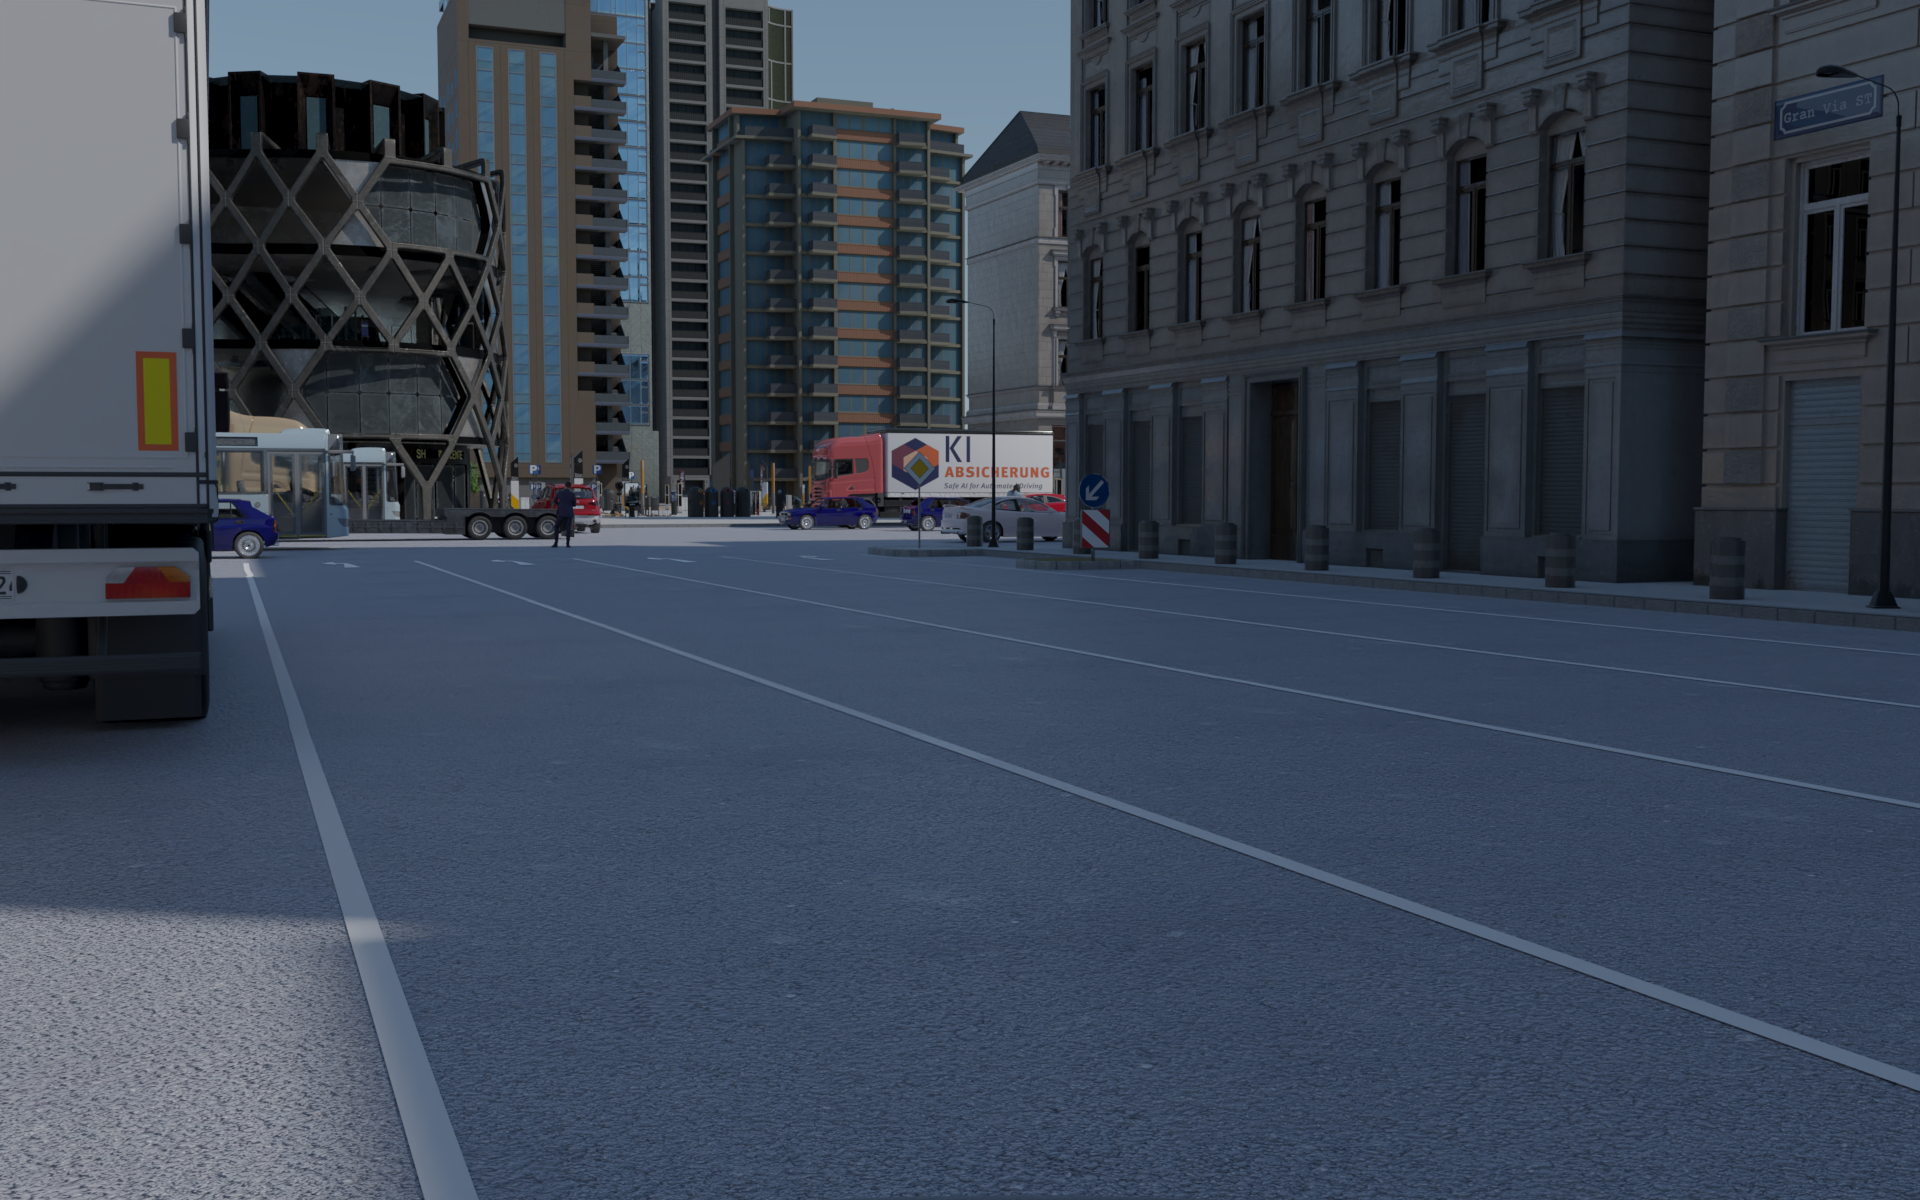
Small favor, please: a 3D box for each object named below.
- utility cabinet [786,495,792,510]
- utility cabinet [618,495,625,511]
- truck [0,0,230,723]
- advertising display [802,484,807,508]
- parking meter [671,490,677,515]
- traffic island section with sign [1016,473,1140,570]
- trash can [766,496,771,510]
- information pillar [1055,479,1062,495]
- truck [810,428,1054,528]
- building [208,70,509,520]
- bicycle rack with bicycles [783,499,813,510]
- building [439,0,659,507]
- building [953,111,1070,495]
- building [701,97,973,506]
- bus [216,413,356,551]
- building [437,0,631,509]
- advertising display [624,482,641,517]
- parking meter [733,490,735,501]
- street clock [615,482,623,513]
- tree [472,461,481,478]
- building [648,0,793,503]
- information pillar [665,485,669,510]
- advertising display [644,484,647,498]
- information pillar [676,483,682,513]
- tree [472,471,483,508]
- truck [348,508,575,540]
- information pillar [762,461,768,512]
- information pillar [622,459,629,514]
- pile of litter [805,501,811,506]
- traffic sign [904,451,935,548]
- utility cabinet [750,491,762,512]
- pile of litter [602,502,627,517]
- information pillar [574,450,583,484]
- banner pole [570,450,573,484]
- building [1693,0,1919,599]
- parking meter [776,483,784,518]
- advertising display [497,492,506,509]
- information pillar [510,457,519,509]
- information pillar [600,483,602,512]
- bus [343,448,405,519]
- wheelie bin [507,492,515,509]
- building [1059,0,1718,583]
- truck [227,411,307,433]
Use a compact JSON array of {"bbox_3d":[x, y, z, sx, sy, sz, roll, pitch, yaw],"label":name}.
[{"bbox_3d":[-12.319,-6.948,124.761,0.306,1.237,1.020,-1,4,-13],"label":"utility cabinet"},{"bbox_3d":[-25.434,-7.328,130.969,1.020,1.237,0.306,3,5,42],"label":"utility cabinet"},{"bbox_3d":[-7.215,-1.511,13.613,2.839,4.237,11.283,-2,4,-23],"label":"truck"},{"bbox_3d":[-10.349,-6.729,115.224,0.123,1.923,0.974,-1,4,-16],"label":"advertising display"},{"bbox_3d":[-17.514,-5.973,106.069,0.372,1.533,0.369,0,3,0],"label":"parking meter"},{"bbox_3d":[2.168,-1.533,33.696,1.989,1.847,2.006,-1,4,-23],"label":"traffic island section with sign"},{"bbox_3d":[-15.496,-7.796,139.118,0.748,1.137,0.748,0,3,0],"label":"trash can"},{"bbox_3d":[4.774,-4.864,84.019,0.304,2.012,0.304,-1,4,-14],"label":"information pillar"},{"bbox_3d":[-1.504,-5.286,75.341,11.283,4.237,2.839,-2,4,-23],"label":"truck"},{"bbox_3d":[-29.220,-12.873,77.927,16.811,18.784,16.820,-1,4,-23],"label":"building"},{"bbox_3d":[-12.368,-7.013,128.036,2.852,0.926,2.925,0,4,-8],"label":"bicycle rack with bicycles"},{"bbox_3d":[-43.541,-52.723,174.688,22.319,86.520,31.000,-1,4,-23],"label":"building"},{"bbox_3d":[3.307,-14.553,88.852,40.483,20.767,10.553,-1,4,-23],"label":"building"},{"bbox_3d":[-13.161,-33.077,195.428,28.867,44.769,22.147,-1,4,-23],"label":"building"},{"bbox_3d":[-21.391,-2.950,43.095,13.247,3.499,2.948,-2,4,-24],"label":"bus"},{"bbox_3d":[-37.978,-30.782,153.399,14.600,45.320,14.200,-1,4,-23],"label":"building"},{"bbox_3d":[-18.211,-5.555,96.035,0.123,1.923,0.974,3,5,41],"label":"advertising display"},{"bbox_3d":[-14.302,-6.159,109.109,0.372,1.533,0.369,0,3,0],"label":"parking meter"},{"bbox_3d":[-20.149,-5.987,102.455,0.358,2.002,0.471,3,4,37],"label":"street clock"},{"bbox_3d":[-41.094,-9.731,142.822,4.285,4.588,4.351,0,3,0],"label":"tree"},{"bbox_3d":[-34.174,-49.604,249.276,20.611,71.187,20.563,-1,4,-23],"label":"building"},{"bbox_3d":[-23.245,-8.133,137.469,0.304,2.012,0.304,0,4,-6],"label":"information pillar"},{"bbox_3d":[-20.728,-6.564,112.538,0.974,1.923,0.123,2,4,28],"label":"advertising display"},{"bbox_3d":[-18.855,-6.839,116.311,0.304,2.012,0.304,-2,4,-33],"label":"information pillar"},{"bbox_3d":[-37.711,-8.556,134.485,1.663,3.219,1.824,0,3,0],"label":"tree"},{"bbox_3d":[-21.243,-3.808,52.024,18.799,4.110,2.967,-2,4,-23],"label":"truck"},{"bbox_3d":[-13.712,-7.971,121.683,0.504,3.616,0.183,3,5,39],"label":"information pillar"},{"bbox_3d":[-21.997,-7.507,114.096,0.504,3.616,0.183,0,4,-6],"label":"information pillar"},{"bbox_3d":[-11.199,-7.583,137.944,1.719,0.858,1.176,0,4,5],"label":"pile of litter"},{"bbox_3d":[-0.965,-2.281,40.937,0.795,2.450,0.064,-1,4,-23],"label":"traffic sign"},{"bbox_3d":[-14.488,-6.959,122.461,0.318,1.500,1.173,-3,5,-41],"label":"utility cabinet"},{"bbox_3d":[-19.575,-5.142,98.033,1.176,0.858,1.719,-3,4,-37],"label":"pile of litter"},{"bbox_3d":[-20.252,-6.156,92.009,0.504,3.616,0.183,-2,4,-35],"label":"information pillar"},{"bbox_3d":[-22.343,-6.702,99.590,0.401,3.779,0.863,-1,4,-22],"label":"banner pole"},{"bbox_3d":[20.249,-13.294,14.618,12.463,27.353,25.104,-1,4,-23],"label":"building"},{"bbox_3d":[-9.600,-5.290,92.197,0.399,1.863,0.255,-1,4,-16],"label":"parking meter"},{"bbox_3d":[-33.912,-7.491,127.688,0.123,1.923,0.974,3,5,45],"label":"advertising display"},{"bbox_3d":[-27.800,-7.146,108.184,0.504,3.616,0.183,-2,4,-29],"label":"information pillar"},{"bbox_3d":[-24.369,-6.872,116.843,0.304,2.012,0.304,2,4,34],"label":"information pillar"},{"bbox_3d":[-26.170,-4.101,61.910,13.247,3.499,2.948,-2,4,-24],"label":"bus"},{"bbox_3d":[-31.589,-7.000,122.363,0.693,1.594,0.980,-2,4,-24],"label":"wheelie bin"},{"bbox_3d":[10.234,-11.320,34.232,9.793,20.994,18.267,-1,4,-23],"label":"building"},{"bbox_3d":[-25.243,-3.956,53.602,11.283,4.237,2.839,-1,4,-22],"label":"truck"}]
